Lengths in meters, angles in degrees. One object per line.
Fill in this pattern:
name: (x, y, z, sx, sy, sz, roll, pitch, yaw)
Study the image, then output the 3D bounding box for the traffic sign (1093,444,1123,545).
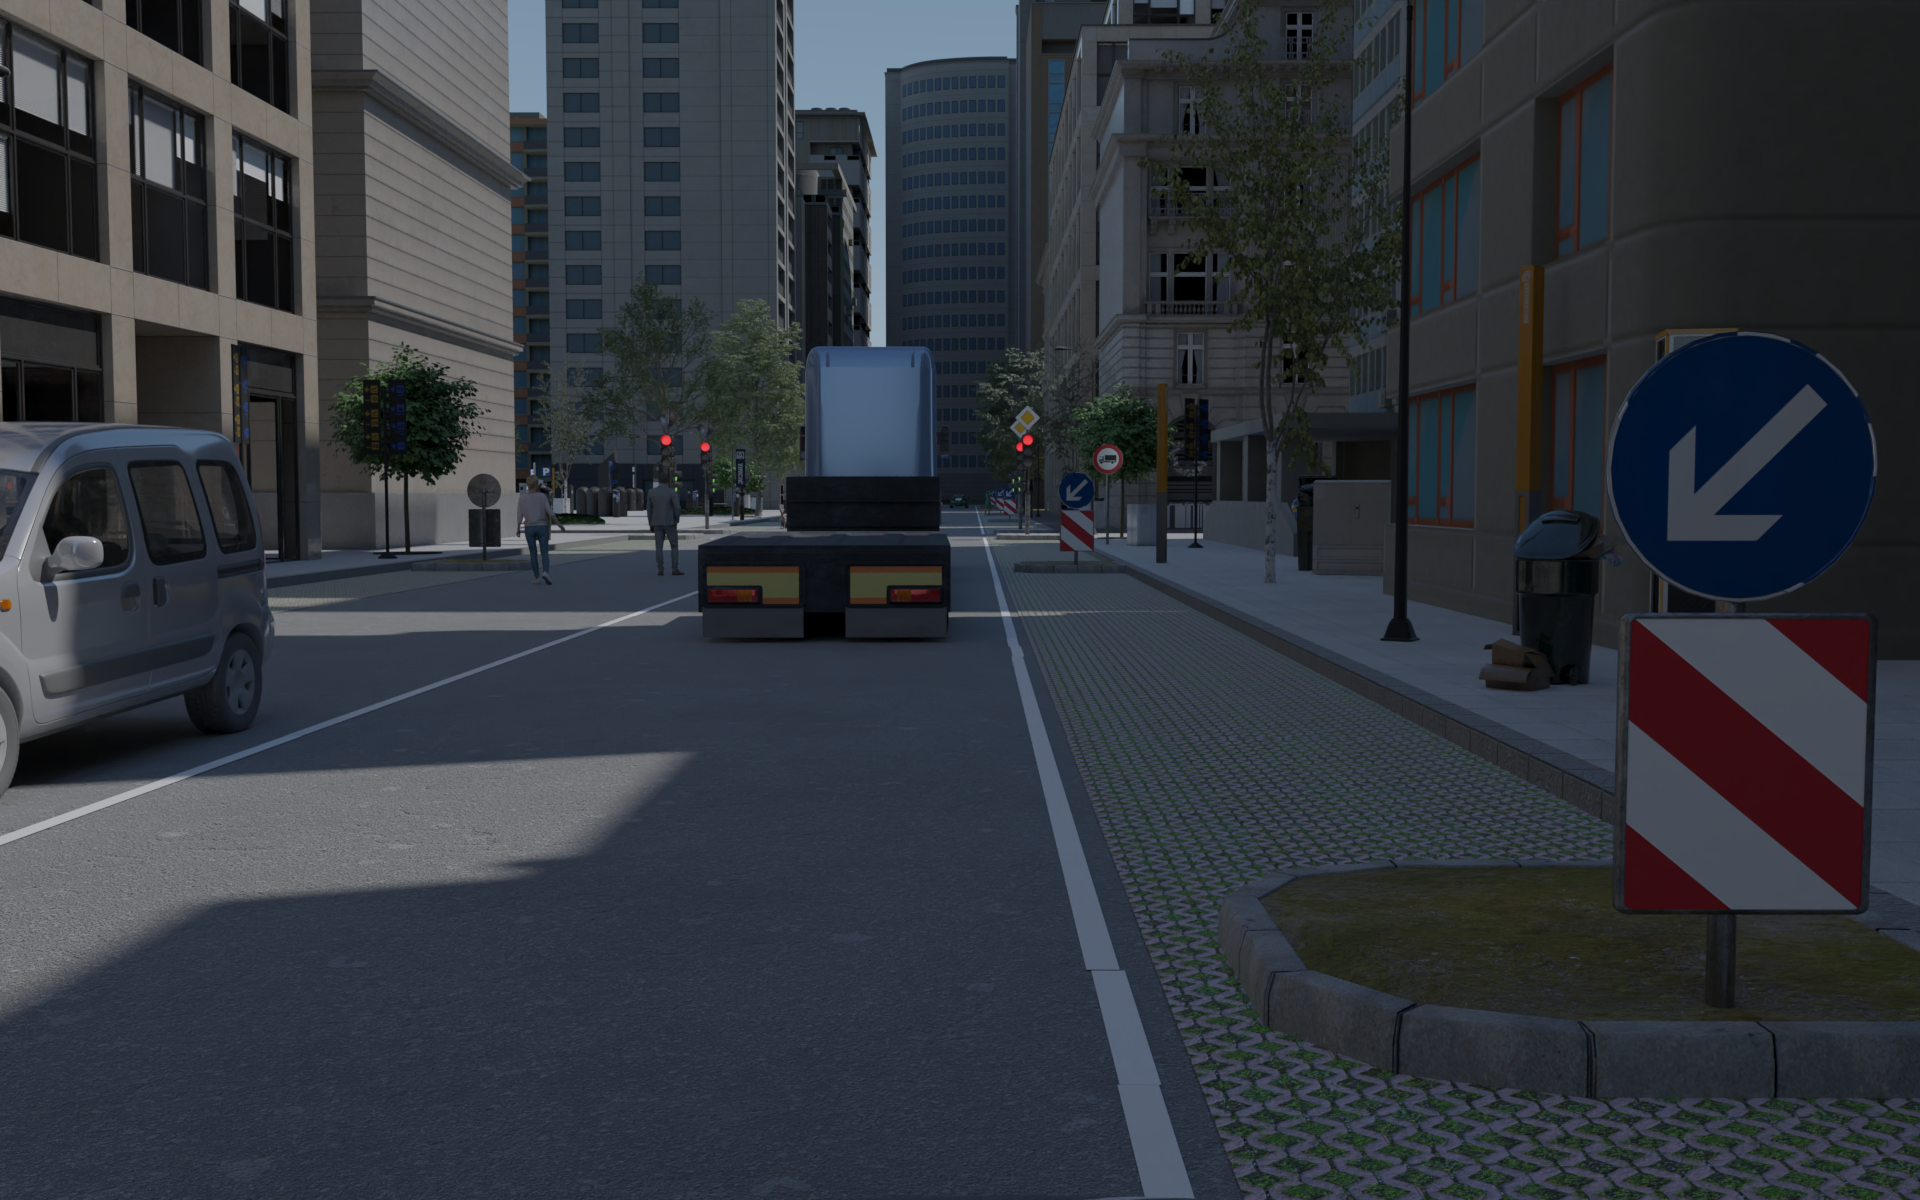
traffic sign: (3.752, -2.684, 43.987, 0.768, 2.556, 0.104, 0, 4, 5)

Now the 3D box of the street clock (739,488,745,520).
street clock: (-10.726, -4.933, 85.228, 0.358, 2.002, 0.471, 0, 4, 4)

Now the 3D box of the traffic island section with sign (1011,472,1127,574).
traffic island section with sign: (2.000, -1.428, 31.975, 1.989, 1.847, 2.006, 0, 4, 0)

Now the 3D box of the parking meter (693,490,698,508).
parking meter: (-18.476, -6.885, 120.976, 0.372, 1.533, 0.369, 0, 3, 0)

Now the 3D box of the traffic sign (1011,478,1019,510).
traffic sign: (4.413, -8.318, 136.110, 0.768, 2.556, 0.104, 0, 4, 7)

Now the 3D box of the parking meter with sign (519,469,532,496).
parking meter with sign: (-30.615, -7.681, 121.842, 1.738, 3.016, 0.543, 2, 4, 34)

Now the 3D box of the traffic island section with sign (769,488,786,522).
traffic island section with sign: (-8.713, -4.904, 88.814, 1.989, 1.847, 2.006, 0, 4, 0)

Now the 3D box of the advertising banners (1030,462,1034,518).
advertising banners: (3.940, -6.008, 94.412, 0.090, 3.025, 2.074, 0, 4, 6)

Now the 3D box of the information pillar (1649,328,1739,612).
information pillar: (3.323, -0.207, 7.877, 0.304, 2.012, 0.304, 1, 4, 13)

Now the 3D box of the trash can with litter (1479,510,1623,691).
trash can with litter: (3.938, -0.012, 11.581, 0.624, 1.170, 1.055, 3, 5, 42)

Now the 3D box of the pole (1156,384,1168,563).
pole: (3.746, -2.340, 32.095, 0.158, 3.312, 0.155, 0, 3, 0)

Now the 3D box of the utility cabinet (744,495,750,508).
utility cabinet: (-15.065, -6.813, 122.551, 0.306, 1.237, 1.020, 0, 4, -1)

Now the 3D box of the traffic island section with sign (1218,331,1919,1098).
traffic island section with sign: (1.812, 0.221, 5.021, 1.989, 1.847, 2.006, 0, 4, 0)

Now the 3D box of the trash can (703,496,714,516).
trash can: (-14.473, -5.387, 99.730, 0.748, 1.137, 0.748, 0, 3, 0)

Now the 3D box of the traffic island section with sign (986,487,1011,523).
traffic island section with sign: (2.394, -4.828, 87.565, 1.989, 1.847, 2.006, 0, 4, 0)

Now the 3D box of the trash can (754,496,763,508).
trash can: (-15.489, -7.434, 133.206, 0.748, 1.137, 0.748, 0, 3, 0)

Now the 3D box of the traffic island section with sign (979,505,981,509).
traffic island section with sign: (2.948, -9.584, 165.328, 1.989, 1.847, 2.006, 0, 4, 0)

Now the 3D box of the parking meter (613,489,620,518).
parking meter: (-18.720, -5.256, 94.351, 0.372, 1.533, 0.369, 0, 3, 0)

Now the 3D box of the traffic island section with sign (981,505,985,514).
traffic island section with sign: (2.595, -6.517, 115.173, 1.989, 1.847, 2.006, 0, 4, 0)

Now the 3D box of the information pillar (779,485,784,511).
information pillar: (-13.834, -7.938, 134.273, 0.304, 2.012, 0.304, -1, 4, -21)

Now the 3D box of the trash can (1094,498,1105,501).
trash can: (4.964, -3.177, 63.597, 0.748, 1.137, 0.748, 0, 3, 0)

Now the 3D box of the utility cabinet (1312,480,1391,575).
utility cabinet: (6.200, -1.146, 27.424, 1.173, 1.500, 0.318, 1, 4, 19)

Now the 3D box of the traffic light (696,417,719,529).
traffic light: (-9.184, -4.526, 62.917, 0.839, 4.253, 0.868, 0, 4, 0)

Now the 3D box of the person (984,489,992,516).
person: (1.825, -6.398, 113.349, 0.529, 1.795, 0.600, 0, 4, -7)

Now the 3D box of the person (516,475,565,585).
person: (-6.626, -1.118, 27.451, 0.731, 1.740, 0.598, -2, 4, -24)

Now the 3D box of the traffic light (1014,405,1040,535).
traffic light: (2.120, -4.033, 54.868, 0.839, 4.253, 0.868, 0, 4, 0)

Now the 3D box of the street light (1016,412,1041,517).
street light: (3.865, -7.650, 97.620, 1.470, 5.913, 1.316, 0, 4, 0)

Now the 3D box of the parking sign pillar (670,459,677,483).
parking sign pillar: (-21.974, -8.758, 131.669, 1.447, 3.967, 1.447, 1, 4, 15)

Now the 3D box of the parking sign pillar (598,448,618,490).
parking sign pillar: (-20.162, -6.878, 100.921, 1.447, 3.967, 1.447, -1, 4, -15)

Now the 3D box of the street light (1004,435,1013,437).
street light: (4.211, -10.063, 137.074, 1.470, 5.913, 1.316, 0, 4, 0)

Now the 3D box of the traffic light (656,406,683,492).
traffic light: (-9.241, -4.037, 54.933, 0.839, 4.253, 0.868, 0, 4, 0)

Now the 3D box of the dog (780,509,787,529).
dog: (-7.134, -3.336, 71.380, 0.800, 0.831, 0.513, -2, 4, -32)

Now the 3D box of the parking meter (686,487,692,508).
parking meter: (-20.931, -7.835, 133.805, 0.399, 1.863, 0.255, -1, 4, -12)

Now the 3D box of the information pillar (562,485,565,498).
information pillar: (-30.372, -7.857, 132.956, 0.304, 2.012, 0.304, 0, 4, 4)

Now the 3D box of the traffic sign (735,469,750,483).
traffic sign: (-10.752, -5.228, 85.583, 0.768, 2.556, 0.104, 1, 4, 8)

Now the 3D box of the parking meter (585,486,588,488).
parking meter: (-28.746, -7.797, 133.186, 0.255, 1.863, 0.399, -1, 4, -16)

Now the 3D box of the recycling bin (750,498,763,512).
recycling bin: (-14.772, -6.914, 125.599, 0.722, 1.027, 0.722, -2, 4, -26)

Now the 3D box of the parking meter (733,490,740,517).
parking meter: (-12.636, -5.465, 97.762, 0.372, 1.533, 0.369, 0, 3, 0)

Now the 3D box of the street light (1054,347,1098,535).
street light: (3.654, -5.028, 54.752, 1.470, 5.913, 1.316, 0, 4, 0)

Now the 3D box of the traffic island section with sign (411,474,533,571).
traffic island section with sign: (-9.114, -1.479, 32.811, 1.989, 1.847, 2.006, 0, 4, 0)

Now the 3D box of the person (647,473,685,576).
person: (-5.199, -1.340, 30.509, 0.635, 1.810, 0.391, 0, 4, -1)

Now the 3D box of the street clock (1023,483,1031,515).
street clock: (4.073, -6.358, 108.519, 0.358, 2.002, 0.471, 1, 4, 11)

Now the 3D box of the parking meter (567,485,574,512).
parking meter: (-23.897, -6.150, 106.263, 0.255, 1.863, 0.399, 1, 4, 14)

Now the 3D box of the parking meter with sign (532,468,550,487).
parking meter with sign: (-27.637, -7.245, 114.709, 0.543, 3.016, 1.738, -2, 4, -29)

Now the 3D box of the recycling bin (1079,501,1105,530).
recycling bin: (4.745, -3.042, 62.288, 0.722, 1.027, 0.722, -2, 4, -25)

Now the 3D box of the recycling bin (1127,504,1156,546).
recycling bin: (4.608, -1.866, 43.055, 0.722, 1.027, 0.722, -1, 4, -17)

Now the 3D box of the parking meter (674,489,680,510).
parking meter: (-14.967, -5.067, 91.259, 0.372, 1.533, 0.369, 0, 3, 0)

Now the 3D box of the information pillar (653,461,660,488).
information pillar: (-21.305, -7.973, 121.705, 0.504, 3.616, 0.183, 1, 4, 15)

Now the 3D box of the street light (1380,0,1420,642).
street light: (3.318, -2.598, 15.022, 1.470, 5.913, 1.316, 0, 4, 0)

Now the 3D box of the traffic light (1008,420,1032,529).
traffic light: (2.177, -4.522, 62.853, 0.839, 4.253, 0.868, 0, 4, 0)

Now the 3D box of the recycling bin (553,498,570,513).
recycling bin: (-23.465, -5.472, 102.020, 0.722, 1.027, 0.722, 2, 4, 24)

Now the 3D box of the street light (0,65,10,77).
street light: (-10.962, -2.833, 18.866, 1.470, 5.913, 1.316, 0, 4, 0)
